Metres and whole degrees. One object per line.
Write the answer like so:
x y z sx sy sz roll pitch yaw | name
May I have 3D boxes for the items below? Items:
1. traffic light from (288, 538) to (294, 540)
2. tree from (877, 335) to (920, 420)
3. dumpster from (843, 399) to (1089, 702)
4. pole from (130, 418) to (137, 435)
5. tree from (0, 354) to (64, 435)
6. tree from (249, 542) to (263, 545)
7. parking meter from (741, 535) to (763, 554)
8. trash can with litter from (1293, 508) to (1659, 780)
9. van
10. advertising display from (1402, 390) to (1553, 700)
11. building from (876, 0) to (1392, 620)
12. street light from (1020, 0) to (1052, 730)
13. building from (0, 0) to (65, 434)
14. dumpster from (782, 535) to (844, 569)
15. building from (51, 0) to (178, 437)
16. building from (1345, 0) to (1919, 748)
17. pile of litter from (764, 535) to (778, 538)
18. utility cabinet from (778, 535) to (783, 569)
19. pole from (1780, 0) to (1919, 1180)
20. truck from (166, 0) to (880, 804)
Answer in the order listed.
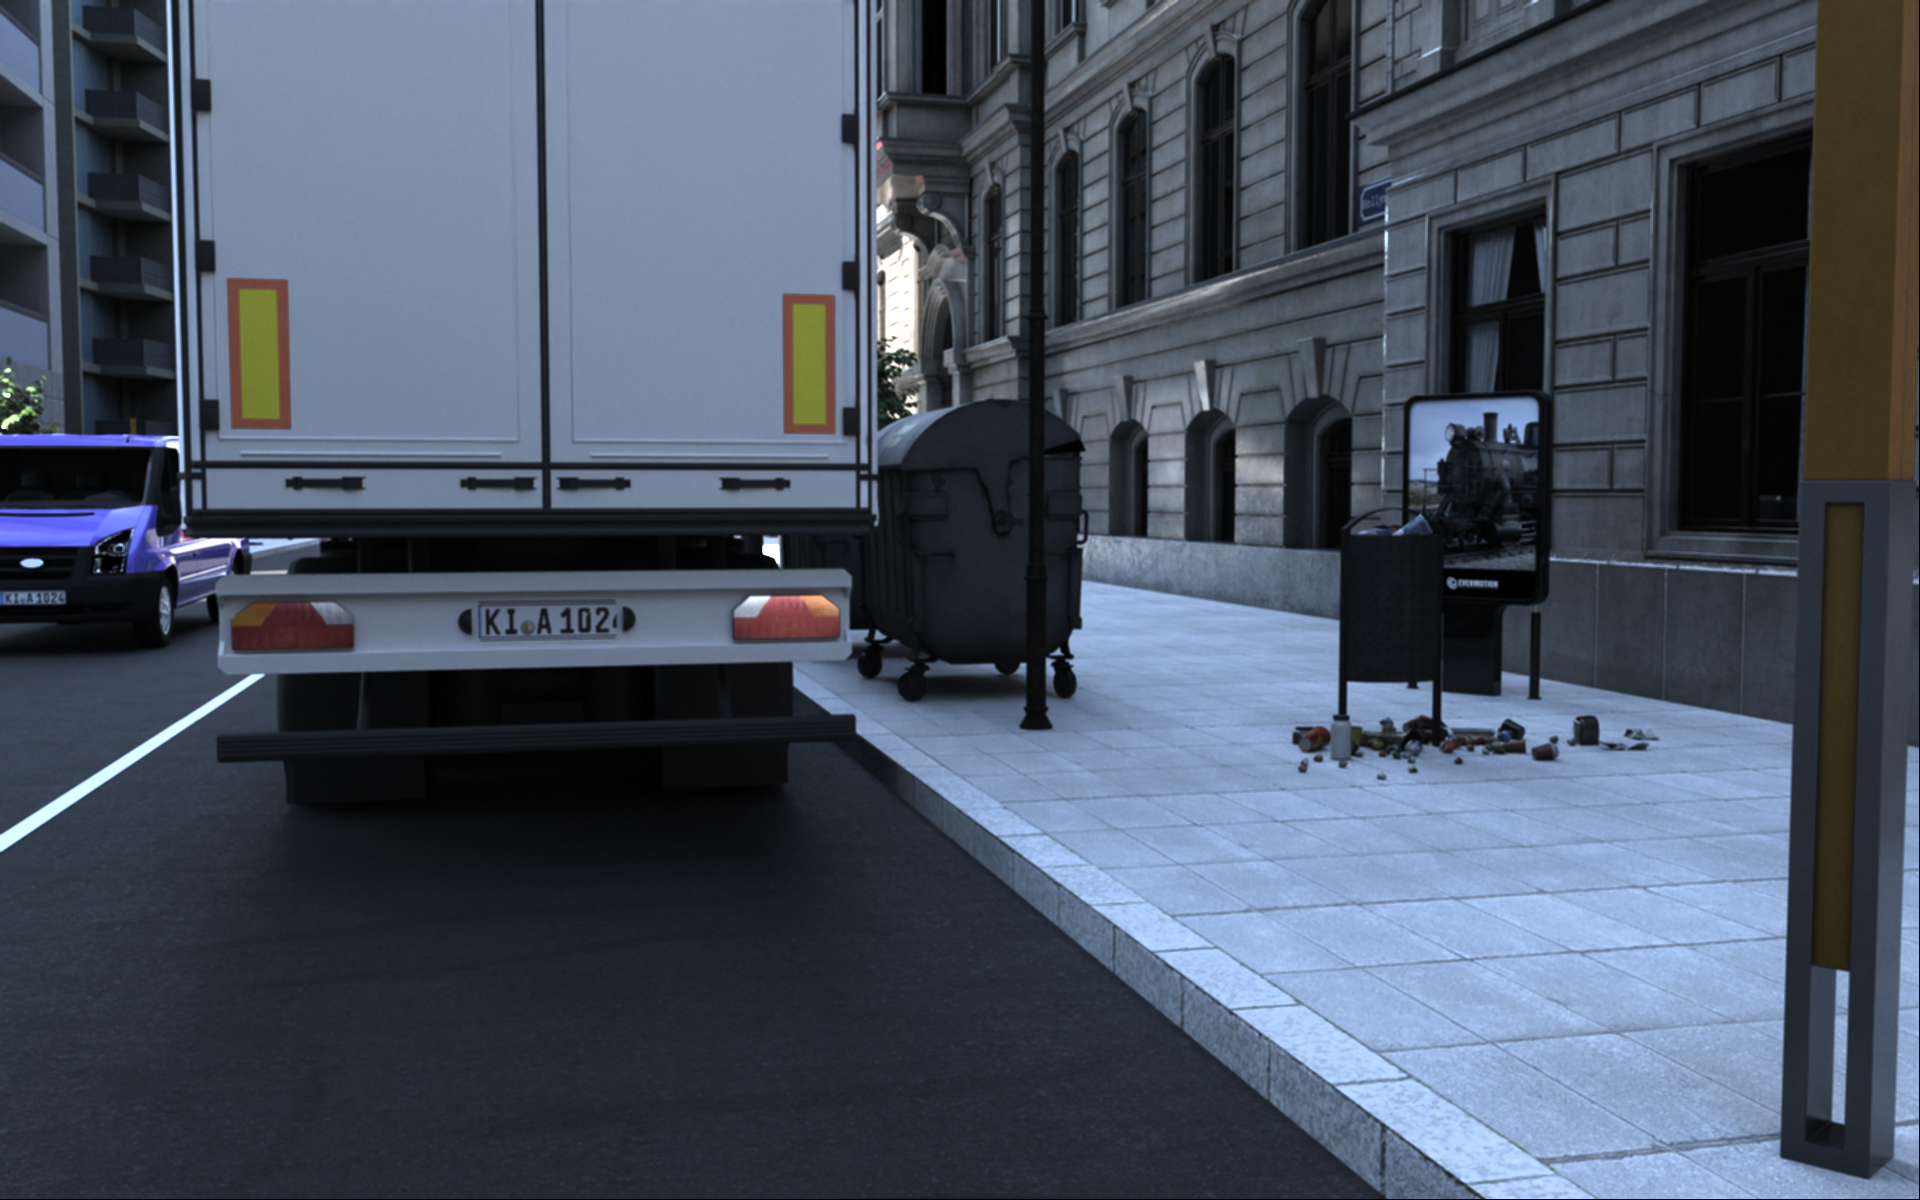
-18.724 -3.637 48.385 0.839 4.253 0.868 -1 4 -14 | traffic light
-2.328 -2.546 25.341 4.285 4.588 4.351 0 3 0 | tree
0.037 -0.348 11.447 1.264 1.857 1.865 -1 4 -14 | dumpster
-22.281 -3.236 46.757 0.158 3.312 0.155 0 3 0 | pole
-13.089 -1.806 24.134 1.663 3.219 1.824 0 3 0 | tree
-18.015 -2.995 43.564 1.663 3.219 1.824 0 3 0 | tree
-3.427 -1.231 28.532 0.372 1.533 0.369 0 3 0 | parking meter
2.575 0.145 8.680 2.233 1.210 1.678 -1 4 -9 | trash can with litter
-8.733 -0.816 17.719 2.240 2.365 5.245 -1 4 -13 | van
3.290 -0.359 11.089 0.974 1.923 0.123 3 5 44 | advertising display
5.184 -13.084 33.000 14.460 24.649 34.723 -1 4 -14 | building
0.417 -2.234 9.320 0.468 5.910 1.993 -1 4 -14 | street light
-32.887 -29.853 30.093 28.212 58.520 21.231 -1 4 -14 | building
-0.782 -0.515 14.179 1.264 1.857 1.865 -1 4 -14 | dumpster
-40.670 -25.420 70.249 22.147 44.769 28.867 -1 4 -14 | building
10.121 -8.674 6.451 10.561 19.102 19.286 -1 4 -14 | building
-4.899 -2.287 51.357 1.719 0.858 1.176 1 4 9 | pile of litter
-1.353 -0.410 17.861 1.020 1.237 0.306 -1 4 -10 | utility cabinet
1.695 -0.575 3.246 0.158 3.312 0.155 0 3 0 | pole
-2.832 -1.382 11.517 2.839 4.237 11.283 -1 4 -14 | truck
